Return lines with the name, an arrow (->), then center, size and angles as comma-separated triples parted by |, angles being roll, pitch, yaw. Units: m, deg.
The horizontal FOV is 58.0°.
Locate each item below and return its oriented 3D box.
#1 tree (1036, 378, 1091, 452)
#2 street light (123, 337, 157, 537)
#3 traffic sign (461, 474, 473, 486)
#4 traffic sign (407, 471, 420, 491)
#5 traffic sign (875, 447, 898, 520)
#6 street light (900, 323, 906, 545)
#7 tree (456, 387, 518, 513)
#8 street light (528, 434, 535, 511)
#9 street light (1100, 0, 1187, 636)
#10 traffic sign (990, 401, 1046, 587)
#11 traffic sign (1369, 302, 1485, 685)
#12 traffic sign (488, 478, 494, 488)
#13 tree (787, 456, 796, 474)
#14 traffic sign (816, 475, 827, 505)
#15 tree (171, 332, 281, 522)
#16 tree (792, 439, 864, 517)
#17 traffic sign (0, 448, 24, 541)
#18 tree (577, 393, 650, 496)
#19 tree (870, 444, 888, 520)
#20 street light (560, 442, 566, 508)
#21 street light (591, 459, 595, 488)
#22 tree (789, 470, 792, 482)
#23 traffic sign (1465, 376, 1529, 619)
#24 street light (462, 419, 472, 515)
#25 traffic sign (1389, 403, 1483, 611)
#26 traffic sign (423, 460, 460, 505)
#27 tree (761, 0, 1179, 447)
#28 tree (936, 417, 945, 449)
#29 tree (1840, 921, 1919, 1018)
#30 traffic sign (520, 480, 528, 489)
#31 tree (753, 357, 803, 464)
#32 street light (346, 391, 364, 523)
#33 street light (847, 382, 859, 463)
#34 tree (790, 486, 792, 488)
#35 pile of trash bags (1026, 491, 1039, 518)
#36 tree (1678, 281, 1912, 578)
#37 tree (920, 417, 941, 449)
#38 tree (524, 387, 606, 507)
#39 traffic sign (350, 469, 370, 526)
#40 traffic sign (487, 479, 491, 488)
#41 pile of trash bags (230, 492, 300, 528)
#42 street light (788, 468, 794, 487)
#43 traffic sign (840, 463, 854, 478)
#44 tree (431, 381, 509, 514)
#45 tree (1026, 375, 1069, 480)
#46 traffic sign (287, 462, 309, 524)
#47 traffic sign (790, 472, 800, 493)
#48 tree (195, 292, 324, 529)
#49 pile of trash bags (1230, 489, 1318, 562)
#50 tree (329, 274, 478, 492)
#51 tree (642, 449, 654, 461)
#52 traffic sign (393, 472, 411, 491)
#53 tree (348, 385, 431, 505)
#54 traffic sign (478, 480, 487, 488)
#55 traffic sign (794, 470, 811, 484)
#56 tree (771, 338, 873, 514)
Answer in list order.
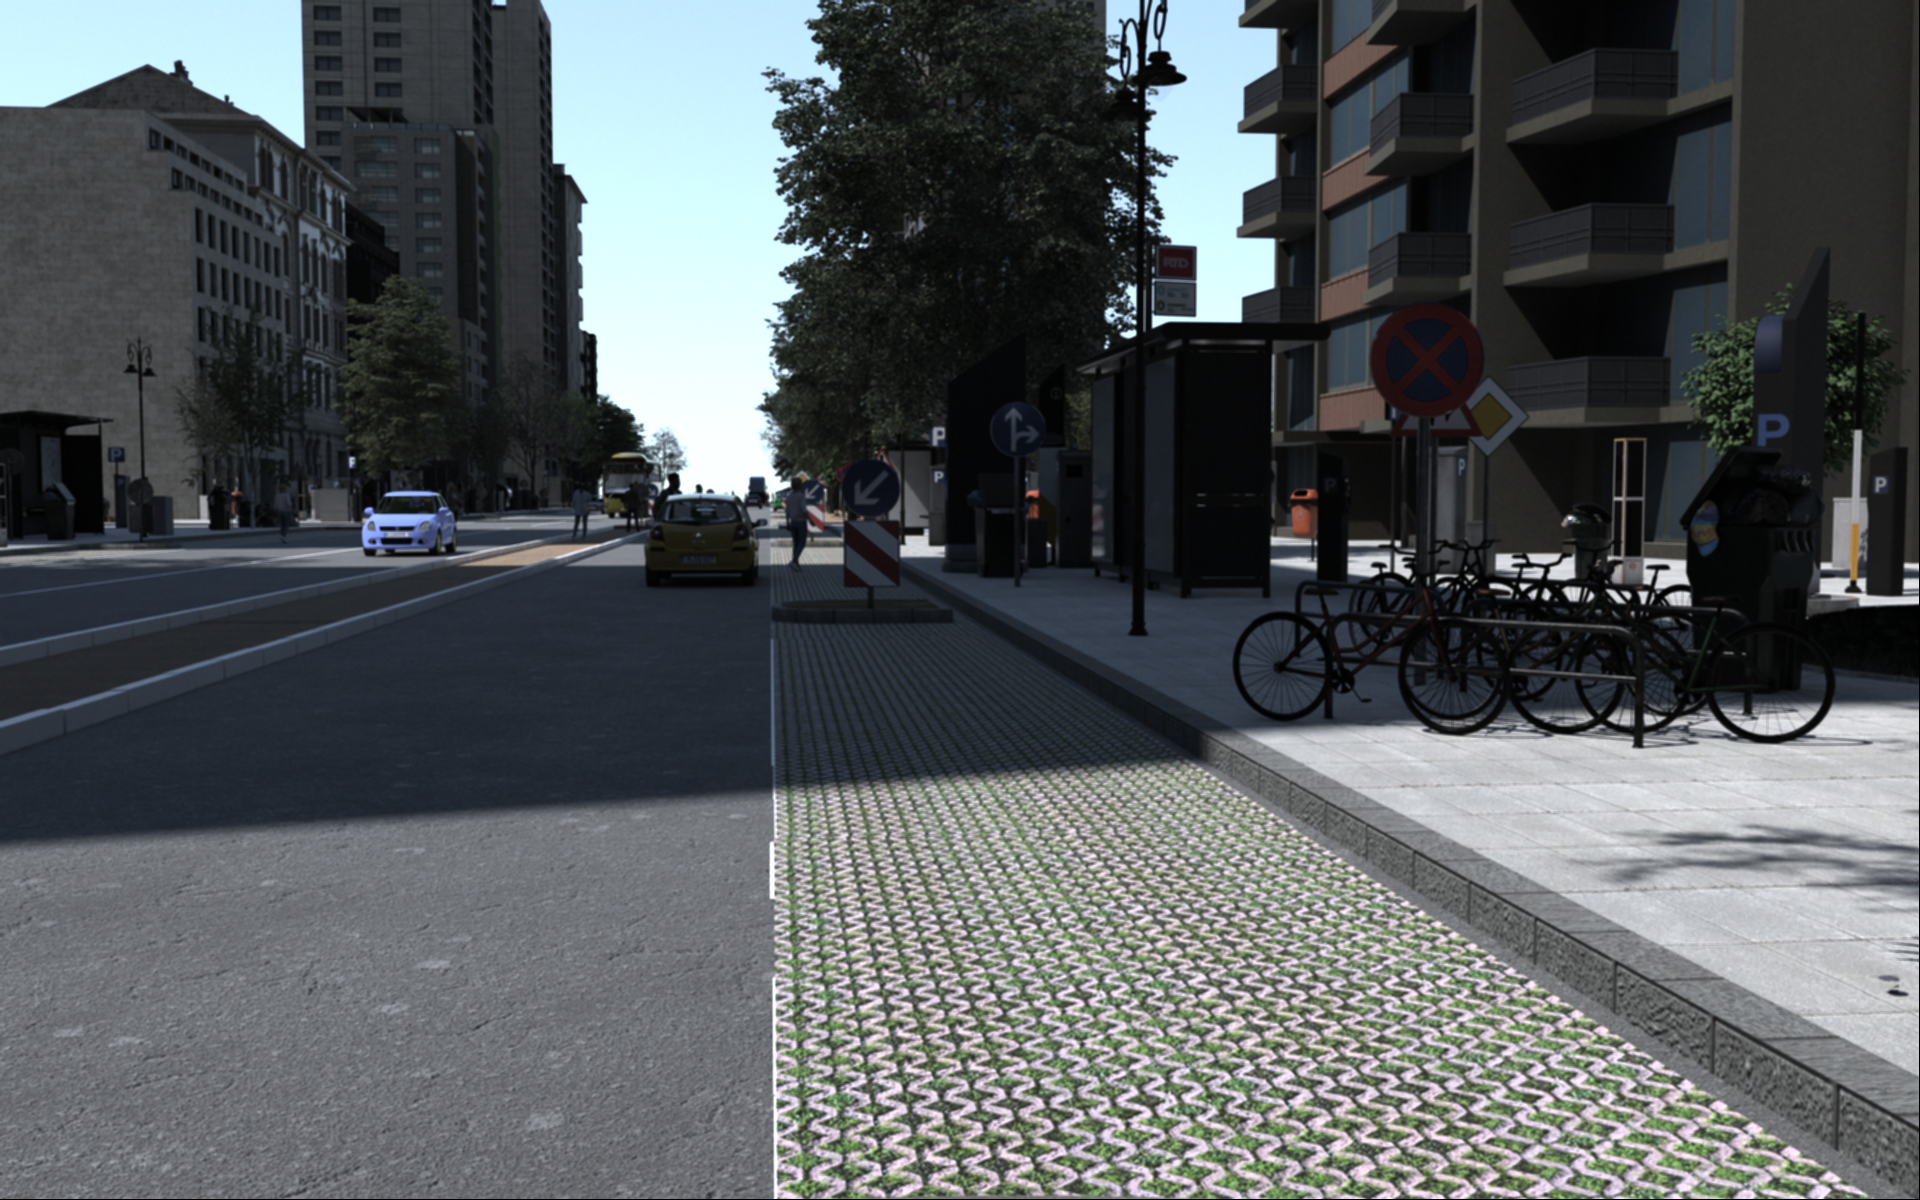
tree -> 7.260, -9.497, 105.646 | 4.737, 8.622, 4.395 | 0, 3, 0
street light -> -24.139, -4.790, 51.111 | 0.468, 5.910, 1.993 | 0, 4, -6
traffic sign -> -30.835, -6.622, 108.379 | 0.768, 2.556, 0.104 | 0, 4, -2
traffic sign -> -30.255, -5.855, 95.827 | 0.768, 2.556, 0.104 | 0, 4, -2
traffic sign -> -2.154, -2.920, 47.738 | 0.884, 2.594, 0.081 | 0, 4, 2
street light -> -1.445, -4.323, 43.470 | 0.468, 5.910, 1.993 | 0, 4, -6
tree -> -32.100, -10.305, 118.843 | 4.737, 8.622, 4.395 | 0, 3, 0
street light -> -33.202, -9.866, 134.094 | 0.468, 5.910, 1.993 | 0, 4, -6
street light -> 1.621, -2.617, 15.574 | 0.468, 5.910, 1.993 | 0, 4, -6
traffic sign -> 0.796, -1.455, 23.903 | 0.768, 2.556, 0.104 | 0, 4, -5
traffic sign -> 3.095, -0.702, 11.580 | 0.768, 2.556, 0.104 | 0, 4, -1
traffic sign -> -35.544, -8.015, 131.148 | 0.768, 2.556, 0.104 | 0, 4, 3
tree -> -19.758, -16.394, 218.409 | 4.737, 8.622, 4.395 | 0, 3, 0
traffic sign -> -8.145, -6.276, 102.713 | 0.768, 2.556, 0.104 | 0, 4, -5
tree -> -32.863, -7.803, 77.934 | 4.360, 8.622, 3.978 | 0, 3, 0
tree -> -6.589, -7.020, 98.499 | 4.285, 4.588, 4.351 | 0, 3, 0
traffic sign -> -26.127, -2.907, 47.628 | 0.768, 2.556, 0.104 | 0, 4, 0
tree -> -39.848, -16.924, 194.829 | 7.486, 12.596, 7.792 | 0, 3, 0
tree -> -2.637, -3.899, 58.347 | 1.663, 3.219, 1.824 | 0, 3, 0
street light -> -35.427, -11.112, 154.476 | 0.468, 5.910, 1.993 | 0, 4, -6
street light -> -38.572, -12.821, 182.405 | 0.468, 5.910, 1.993 | 0, 4, -6
tree -> -10.211, -9.134, 133.059 | 4.285, 4.588, 4.351 | 0, 3, 0
traffic sign -> 5.164, -0.968, 17.007 | 0.795, 2.450, 0.064 | 0, 4, 1
street light -> -30.255, -8.159, 106.185 | 0.468, 5.910, 1.993 | 0, 4, -6
traffic sign -> 4.413, -0.986, 16.132 | 0.884, 2.594, 0.081 | 0, 4, -5
traffic sign -> -31.068, -6.720, 103.750 | 2.265, 3.308, 0.079 | 0, 4, 3
tree -> 0.282, -7.956, 36.737 | 9.857, 13.997, 8.962 | 0, 3, 0
tree -> -0.960, -11.968, 146.039 | 4.737, 8.622, 4.395 | 0, 3, 0
tree -> 2.966, -5.718, 3.855 | 12.009, 13.543, 11.850 | 0, 3, 0
traffic sign -> -38.150, -9.263, 151.551 | 0.768, 2.556, 0.104 | 0, 4, -3
tree -> -23.950, -23.510, 240.275 | 12.611, 20.169, 13.585 | 0, 3, 0
street light -> -27.069, -6.409, 77.576 | 0.468, 5.910, 1.993 | 0, 4, -6
street light -> -4.430, -6.030, 71.375 | 0.468, 5.910, 1.993 | 0, 4, -6
tree -> -29.583, -19.046, 306.004 | 1.663, 3.219, 1.824 | 0, 3, 0
pile of trash bags -> 2.948, -2.068, 43.563 | 3.447, 1.369, 1.912 | 3, 5, 43
tree -> 12.932, -2.641, 26.899 | 4.285, 4.588, 4.351 | 0, 3, 0
tree -> -3.393, -10.552, 122.881 | 4.360, 8.622, 3.978 | 0, 3, 0
tree -> -38.372, -14.877, 168.994 | 9.928, 11.665, 9.643 | 0, 3, 0
traffic sign -> -24.109, -4.037, 69.653 | 0.795, 2.450, 0.064 | 0, 4, -6
traffic sign -> -33.817, -7.506, 123.901 | 0.795, 2.450, 0.064 | 0, 4, -3
pile of trash bags -> -27.452, -3.543, 67.681 | 3.447, 1.369, 1.912 | 2, 4, 35
street light -> -27.714, -19.033, 283.969 | 0.468, 5.910, 1.993 | 0, 4, -6
traffic sign -> -4.449, -4.277, 70.040 | 0.768, 2.556, 0.104 | 0, 4, -3
tree -> -31.100, -9.896, 112.164 | 4.360, 8.622, 3.978 | 0, 3, 0
tree -> 3.186, -8.582, 90.672 | 4.360, 8.622, 3.978 | 0, 3, 0
traffic sign -> -26.511, -4.241, 69.342 | 0.884, 2.594, 0.081 | 0, 4, -1
traffic sign -> -7.385, -4.639, 79.488 | 0.795, 2.450, 0.064 | 0, 4, -6
tree -> -25.910, -6.929, 63.659 | 4.737, 8.622, 4.395 | 0, 3, 0
pile of trash bags -> 5.557, -1.467, 33.732 | 1.912, 1.369, 3.447 | -3, 5, -44
tree -> -28.727, -10.496, 89.738 | 7.486, 12.596, 7.792 | 0, 3, 0
tree -> -49.980, -19.827, 274.540 | 4.737, 8.622, 4.395 | 0, 3, 0
traffic sign -> -24.977, -4.523, 77.591 | 0.795, 2.450, 0.064 | 0, 4, -6
tree -> -38.543, -10.160, 116.485 | 4.360, 8.622, 3.978 | 0, 3, 0
traffic sign -> -33.848, -7.381, 122.808 | 0.606, 2.300, 0.079 | 0, 4, -2
traffic sign -> -6.517, -4.153, 71.550 | 0.795, 2.450, 0.064 | 0, 4, -6
tree -> -8.485, -11.903, 112.737 | 7.486, 12.596, 7.792 | 0, 3, 0
